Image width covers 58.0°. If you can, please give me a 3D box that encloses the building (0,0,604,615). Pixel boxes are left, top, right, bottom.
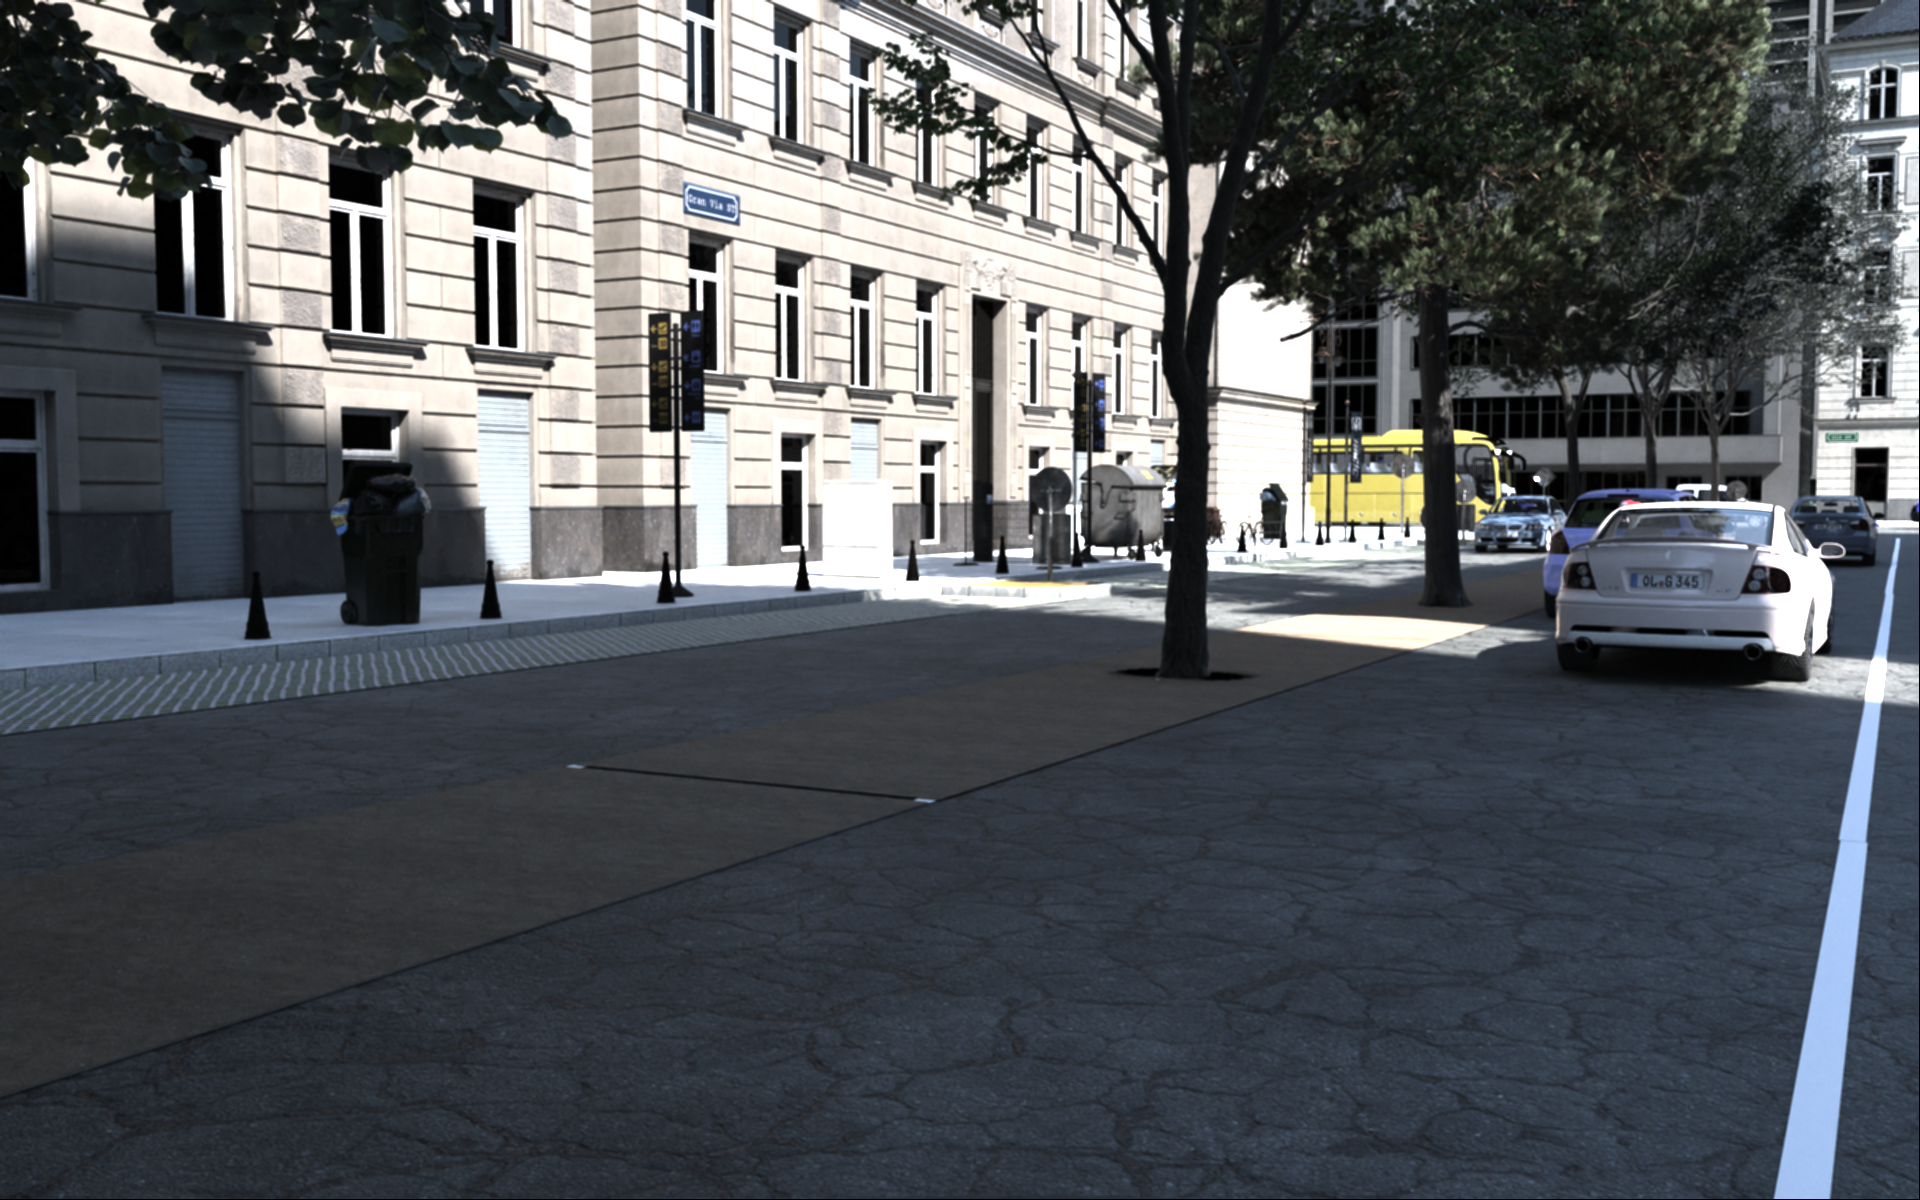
[{"bbox_3d":[-16.291,-13.509,18.137,12.463,27.353,25.104,2,4,29],"label":"building"}]

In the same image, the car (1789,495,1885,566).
[{"bbox_3d":[18.132,-1.474,36.100,2.014,1.417,4.499,2,4,28],"label":"car"}]

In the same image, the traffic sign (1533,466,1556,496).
[{"bbox_3d":[20.534,-3.503,60.911,0.795,2.450,0.064,2,4,29],"label":"traffic sign"}]

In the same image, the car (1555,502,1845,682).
[{"bbox_3d":[6.386,-0.152,14.852,2.083,1.381,4.827,2,4,30],"label":"car"}]

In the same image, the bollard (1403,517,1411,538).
[{"bbox_3d":[13.149,-2.132,50.903,0.229,0.601,0.229,0,3,0],"label":"bollard"}]

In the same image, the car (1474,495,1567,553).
[{"bbox_3d":[14.241,-1.942,43.761,2.014,1.417,4.499,2,4,28],"label":"car"}]

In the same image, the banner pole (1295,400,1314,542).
[{"bbox_3d":[9.170,-3.408,45.743,0.401,3.779,0.863,-1,4,-10],"label":"banner pole"}]

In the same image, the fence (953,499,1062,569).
[{"bbox_3d":[0.816,-1.175,30.413,0.480,1.192,2.264,-3,5,-43],"label":"fence"}]

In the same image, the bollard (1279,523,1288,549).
[{"bbox_3d":[7.614,-1.511,40.749,0.229,0.601,0.229,0,3,0],"label":"bollard"}]

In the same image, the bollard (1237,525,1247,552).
[{"bbox_3d":[6.224,-1.356,38.206,0.229,0.601,0.229,0,3,0],"label":"bollard"}]

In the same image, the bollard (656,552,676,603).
[{"bbox_3d":[-3.470,-0.269,20.435,0.229,0.601,0.229,0,3,0],"label":"bollard"}]

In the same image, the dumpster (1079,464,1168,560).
[{"bbox_3d":[3.237,-1.765,34.614,1.264,1.857,1.865,2,4,28],"label":"dumpster"}]

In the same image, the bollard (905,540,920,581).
[{"bbox_3d":[-0.699,-0.579,25.511,0.229,0.601,0.229,0,3,0],"label":"bollard"}]

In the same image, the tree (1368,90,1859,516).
[{"bbox_3d":[10.734,-5.676,29.678,8.767,10.594,7.601,2,4,29],"label":"tree"}]

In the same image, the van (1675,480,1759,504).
[{"bbox_3d":[32.432,-4.066,73.483,4.112,2.044,2.013,2,4,29],"label":"van"}]

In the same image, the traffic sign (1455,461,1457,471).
[{"bbox_3d":[16.172,-3.526,57.763,0.768,2.556,0.104,2,4,30],"label":"traffic sign"}]

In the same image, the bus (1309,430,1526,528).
[{"bbox_3d":[15.609,-4.673,67.951,12.252,3.916,2.896,2,4,27],"label":"bus"}]

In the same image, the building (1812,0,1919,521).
[{"bbox_3d":[63.838,-18.525,79.298,44.131,29.872,17.030,2,4,29],"label":"building"}]

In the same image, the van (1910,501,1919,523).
[{"bbox_3d":[41.292,-4.000,69.789,5.245,2.365,2.240,2,4,28],"label":"van"}]

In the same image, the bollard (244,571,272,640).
[{"bbox_3d":[-6.236,0.042,15.362,0.229,0.601,0.229,0,3,0],"label":"bollard"}]

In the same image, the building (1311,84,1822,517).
[{"bbox_3d":[30.075,-16.884,95.112,30.058,24.678,14.314,2,4,29],"label":"building"}]

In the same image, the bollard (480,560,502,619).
[{"bbox_3d":[-4.852,-0.114,17.898,0.229,0.601,0.229,0,3,0],"label":"bollard"}]

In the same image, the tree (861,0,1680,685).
[{"bbox_3d":[1.786,-5.186,13.006,9.928,11.665,9.643,0,3,0],"label":"tree"}]

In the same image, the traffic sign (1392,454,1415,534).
[{"bbox_3d":[14.094,-3.367,55.162,0.768,2.556,0.104,2,4,34],"label":"traffic sign"}]

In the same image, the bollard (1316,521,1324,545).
[{"bbox_3d":[8.994,-1.667,43.290,0.229,0.601,0.229,0,3,0],"label":"bollard"}]

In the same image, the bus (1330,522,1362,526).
[{"bbox_3d":[15.137,-5.412,80.038,12.252,3.916,2.896,2,4,30],"label":"bus"}]

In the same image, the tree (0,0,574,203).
[{"bbox_3d":[-3.885,-5.754,3.196,9.857,13.997,8.962,0,3,0],"label":"tree"}]

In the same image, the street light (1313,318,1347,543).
[{"bbox_3d":[9.608,-4.420,45.060,0.468,5.910,1.993,2,4,29],"label":"street light"}]

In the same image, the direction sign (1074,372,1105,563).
[{"bbox_3d":[2.425,-2.471,32.396,0.379,3.537,0.876,3,5,43],"label":"direction sign"}]

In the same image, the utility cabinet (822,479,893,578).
[{"bbox_3d":[-1.568,-1.091,26.517,1.173,1.500,0.318,3,4,38],"label":"utility cabinet"}]

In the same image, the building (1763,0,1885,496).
[{"bbox_3d":[117.950,-48.530,231.713,20.611,71.187,20.563,2,4,29],"label":"building"}]

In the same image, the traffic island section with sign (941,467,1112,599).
[{"bbox_3d":[1.066,-0.976,24.588,1.989,1.847,2.006,2,4,29],"label":"traffic island section with sign"}]

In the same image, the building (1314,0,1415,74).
[{"bbox_3d":[49.621,-47.131,208.850,20.611,71.187,20.563,2,4,29],"label":"building"}]

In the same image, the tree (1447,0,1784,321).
[{"bbox_3d":[15.399,-7.675,38.310,12.009,13.543,11.850,0,3,0],"label":"tree"}]

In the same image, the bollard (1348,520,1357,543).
[{"bbox_3d":[10.386,-1.822,45.833,0.229,0.601,0.229,0,3,0],"label":"bollard"}]

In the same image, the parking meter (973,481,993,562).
[{"bbox_3d":[0.439,-1.489,32.753,0.372,1.533,0.369,0,3,0],"label":"parking meter"}]

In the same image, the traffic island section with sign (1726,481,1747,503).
[{"bbox_3d":[26.040,-3.065,58.253,2.006,1.907,1.989,2,4,29],"label":"traffic island section with sign"}]

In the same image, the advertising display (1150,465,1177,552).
[{"bbox_3d":[4.714,-2.053,38.773,0.974,1.923,0.123,-1,4,-18],"label":"advertising display"}]

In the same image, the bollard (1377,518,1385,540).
[{"bbox_3d":[11.768,-1.977,48.368,0.229,0.601,0.229,0,3,0],"label":"bollard"}]

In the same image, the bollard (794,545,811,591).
[{"bbox_3d":[-2.088,-0.424,22.973,0.229,0.601,0.229,0,3,0],"label":"bollard"}]

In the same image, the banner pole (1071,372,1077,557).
[{"bbox_3d":[2.384,-2.800,35.794,0.401,3.779,0.863,0,4,5],"label":"banner pole"}]

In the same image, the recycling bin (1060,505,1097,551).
[{"bbox_3d":[2.683,-1.632,39.232,0.722,1.027,0.722,0,4,-7],"label":"recycling bin"}]

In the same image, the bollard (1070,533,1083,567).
[{"bbox_3d":[2.065,-0.890,30.589,0.229,0.601,0.229,0,3,0],"label":"bollard"}]

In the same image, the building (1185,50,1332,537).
[{"bbox_3d":[2.031,-11.922,59.550,19.286,19.102,10.561,2,4,29],"label":"building"}]

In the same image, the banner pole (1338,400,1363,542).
[{"bbox_3d":[10.505,-3.450,46.419,0.863,3.779,0.401,-3,4,-38],"label":"banner pole"}]

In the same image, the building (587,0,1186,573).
[{"bbox_3d":[-4.279,-14.886,40.653,12.463,27.353,25.104,2,4,29],"label":"building"}]

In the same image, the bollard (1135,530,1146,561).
[{"bbox_3d":[3.459,-1.046,33.138,0.229,0.601,0.229,0,3,0],"label":"bollard"}]

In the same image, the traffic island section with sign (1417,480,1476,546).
[{"bbox_3d":[13.993,-2.426,48.301,1.989,1.847,2.006,2,4,29],"label":"traffic island section with sign"}]

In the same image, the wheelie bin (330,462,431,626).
[{"bbox_3d":[-5.670,-0.562,17.105,0.980,1.594,0.693,-3,5,-45],"label":"wheelie bin"}]

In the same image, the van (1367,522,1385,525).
[{"bbox_3d":[20.749,-4.498,80.553,4.112,2.044,2.013,2,4,30],"label":"van"}]

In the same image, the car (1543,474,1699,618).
[{"bbox_3d":[8.214,-0.689,20.855,1.945,1.707,3.694,2,4,30],"label":"car"}]

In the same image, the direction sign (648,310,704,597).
[{"bbox_3d":[-3.535,-1.813,21.634,0.876,3.537,0.379,2,4,32],"label":"direction sign"}]

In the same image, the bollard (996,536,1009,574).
[{"bbox_3d":[0.686,-0.735,28.053,0.229,0.601,0.229,0,3,0],"label":"bollard"}]

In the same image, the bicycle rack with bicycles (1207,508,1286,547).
[{"bbox_3d":[6.679,-1.806,42.906,2.852,0.926,2.925,3,4,36],"label":"bicycle rack with bicycles"}]

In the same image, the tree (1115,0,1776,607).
[{"bbox_3d":[6.096,-6.857,21.991,7.806,13.903,7.818,0,3,0],"label":"tree"}]
